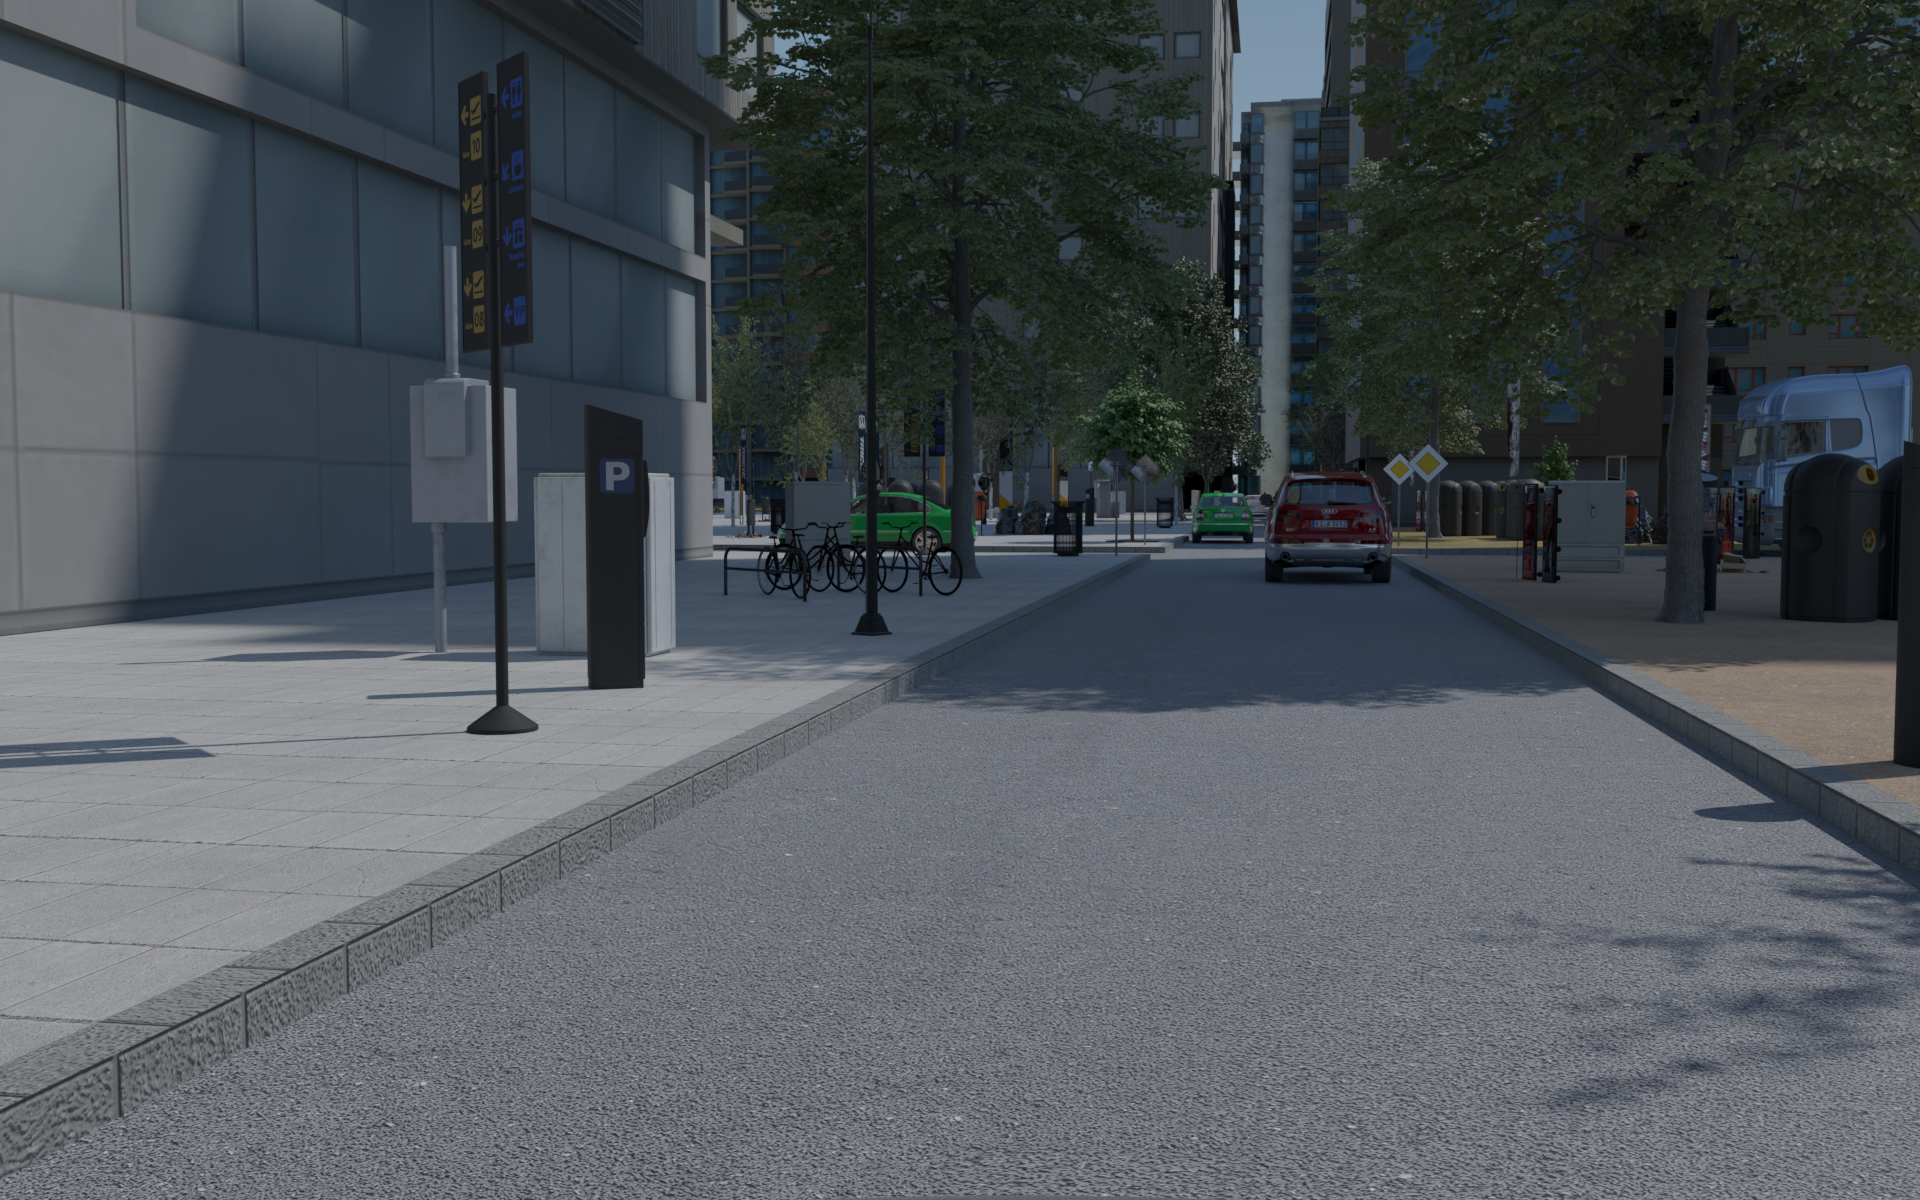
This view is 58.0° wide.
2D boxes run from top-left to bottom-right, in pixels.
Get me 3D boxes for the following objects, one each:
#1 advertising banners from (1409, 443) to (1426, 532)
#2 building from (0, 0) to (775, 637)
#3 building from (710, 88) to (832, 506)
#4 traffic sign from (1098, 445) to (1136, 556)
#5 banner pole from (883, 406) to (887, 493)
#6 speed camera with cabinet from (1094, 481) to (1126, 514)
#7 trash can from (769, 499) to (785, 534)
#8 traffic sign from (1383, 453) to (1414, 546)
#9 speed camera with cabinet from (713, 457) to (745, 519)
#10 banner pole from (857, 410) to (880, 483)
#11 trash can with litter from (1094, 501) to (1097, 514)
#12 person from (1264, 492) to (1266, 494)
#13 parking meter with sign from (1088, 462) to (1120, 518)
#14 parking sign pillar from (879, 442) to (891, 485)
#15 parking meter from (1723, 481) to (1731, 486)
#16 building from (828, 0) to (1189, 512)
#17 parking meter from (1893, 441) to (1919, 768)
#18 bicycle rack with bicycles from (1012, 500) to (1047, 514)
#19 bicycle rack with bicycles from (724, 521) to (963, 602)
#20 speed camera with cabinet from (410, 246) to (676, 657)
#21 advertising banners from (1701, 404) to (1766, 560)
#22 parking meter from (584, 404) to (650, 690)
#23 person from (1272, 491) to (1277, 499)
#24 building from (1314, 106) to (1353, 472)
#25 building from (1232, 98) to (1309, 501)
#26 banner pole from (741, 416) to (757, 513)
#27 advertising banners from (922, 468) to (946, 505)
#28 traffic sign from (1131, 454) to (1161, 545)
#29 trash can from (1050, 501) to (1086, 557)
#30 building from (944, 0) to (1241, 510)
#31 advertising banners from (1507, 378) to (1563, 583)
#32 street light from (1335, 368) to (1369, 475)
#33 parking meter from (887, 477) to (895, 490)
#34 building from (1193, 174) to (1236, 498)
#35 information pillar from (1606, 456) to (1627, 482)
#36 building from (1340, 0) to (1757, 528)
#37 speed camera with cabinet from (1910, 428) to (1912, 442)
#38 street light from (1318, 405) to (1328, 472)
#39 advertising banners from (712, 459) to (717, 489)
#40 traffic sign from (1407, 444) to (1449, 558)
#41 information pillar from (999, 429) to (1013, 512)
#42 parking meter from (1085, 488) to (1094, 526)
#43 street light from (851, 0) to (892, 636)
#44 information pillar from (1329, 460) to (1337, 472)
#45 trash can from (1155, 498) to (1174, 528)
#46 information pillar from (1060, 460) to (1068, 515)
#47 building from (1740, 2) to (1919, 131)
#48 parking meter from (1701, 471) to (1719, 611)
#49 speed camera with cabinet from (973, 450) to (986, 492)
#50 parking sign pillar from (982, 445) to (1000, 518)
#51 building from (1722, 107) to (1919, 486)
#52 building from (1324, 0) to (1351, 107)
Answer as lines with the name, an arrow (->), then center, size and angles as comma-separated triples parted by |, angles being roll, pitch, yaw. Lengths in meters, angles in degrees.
advertising banners -> 15.689, -3.848, 59.108 | 0.090, 3.025, 2.074 | 0, 4, -6
building -> -19.067, -26.656, 25.060 | 27.495, 52.752, 28.713 | 1, 4, 10
building -> -12.307, -32.669, 188.754 | 28.867, 44.769, 22.147 | 1, 4, 10
traffic sign -> 3.226, -1.958, 35.657 | 0.795, 2.450, 0.064 | 1, 4, 10
banner pole -> -2.347, -3.609, 49.020 | 0.863, 3.779, 0.401 | 0, 4, 2
speed camera with cabinet -> 9.827, -7.291, 113.549 | 2.038, 3.252, 0.660 | -1, 4, -13
trash can -> -5.783, -2.687, 55.582 | 0.748, 1.137, 0.748 | 0, 3, 0
traffic sign -> 10.745, -2.370, 42.391 | 0.795, 2.450, 0.064 | 1, 4, 10
speed camera with cabinet -> -12.281, -5.922, 91.161 | 2.038, 3.252, 0.660 | 2, 4, 30
banner pole -> -2.532, -3.423, 45.989 | 0.401, 3.779, 0.863 | 1, 4, 22
trash can with litter -> 8.260, -5.702, 104.609 | 1.055, 1.170, 0.624 | 1, 4, 11
person -> 29.875, -9.748, 169.348 | 0.415, 1.643, 0.593 | -3, 5, -44
parking meter with sign -> 7.616, -5.824, 91.482 | 1.738, 3.016, 0.543 | -2, 4, -29
parking sign pillar -> -4.262, -6.249, 90.642 | 1.447, 3.967, 1.447 | 1, 4, 23
parking meter -> 33.296, -4.244, 75.108 | 0.399, 1.863, 0.255 | -2, 4, -33
building -> 6.324, -33.269, 133.188 | 28.713, 52.752, 27.495 | 1, 4, 10
parking meter -> 4.630, 0.016, 8.157 | 0.372, 1.533, 0.369 | 0, 3, 0
bicycle rack with bicycles -> 3.871, -6.007, 111.599 | 2.852, 0.926, 2.925 | -2, 4, -29
bicycle rack with bicycles -> -1.731, -0.529, 22.037 | 2.852, 0.926, 2.925 | -3, 4, -39
speed camera with cabinet -> -3.359, -1.200, 13.964 | 2.038, 3.252, 0.660 | 1, 4, 12
advertising banners -> 15.025, -2.307, 33.900 | 2.074, 3.025, 0.090 | -2, 4, -26
parking meter -> -2.267, -0.352, 11.467 | 0.399, 1.863, 0.255 | -1, 4, -18
person -> 32.038, -10.178, 175.645 | 0.721, 1.736, 1.217 | -1, 4, -22
building -> 34.132, -22.002, 131.432 | 14.160, 30.474, 14.107 | 1, 4, 10
building -> 47.796, -36.008, 208.336 | 30.456, 49.044, 23.786 | 1, 4, 10
banner pole -> -6.844, -3.993, 55.303 | 0.401, 3.779, 0.863 | 1, 4, 15
advertising banners -> -1.567, -7.375, 116.768 | 2.074, 3.025, 0.090 | -1, 4, -8
traffic sign -> 4.653, -2.439, 43.514 | 0.795, 2.450, 0.064 | 1, 4, 10
trash can -> 2.228, -1.471, 35.708 | 0.748, 1.137, 0.748 | 0, 3, 0
building -> 14.808, -36.139, 180.118 | 27.495, 52.752, 28.713 | 1, 4, 10
advertising banners -> 8.507, -1.808, 25.755 | 0.090, 3.025, 2.074 | 0, 4, -3
street light -> 14.374, -5.556, 63.382 | 1.470, 5.913, 1.316 | 1, 4, 10
parking meter -> -2.458, -3.369, 60.801 | 0.255, 1.863, 0.399 | -2, 4, -29
building -> 17.154, -23.390, 154.121 | 14.160, 30.474, 14.107 | 1, 4, 10
information pillar -> 12.591, -1.761, 33.286 | 0.304, 2.012, 0.304 | 2, 4, 35
building -> 23.459, -25.757, 71.245 | 14.600, 45.320, 14.200 | 1, 4, 10
speed camera with cabinet -> 29.033, -3.508, 51.699 | 0.660, 3.252, 2.038 | -1, 4, -17
street light -> 19.190, -7.160, 89.611 | 1.470, 5.913, 1.316 | 1, 4, 10
advertising banners -> -13.081, -5.501, 86.124 | 2.074, 3.025, 0.090 | 1, 4, 8
traffic sign -> 9.317, -1.889, 34.534 | 0.795, 2.450, 0.064 | 1, 4, 10
information pillar -> 1.683, -4.375, 62.887 | 0.504, 3.616, 0.183 | 0, 4, 1
parking meter -> 5.150, -3.694, 68.814 | 0.372, 1.533, 0.369 | 0, 3, 0
street light -> -0.274, -2.630, 15.535 | 1.470, 5.913, 1.316 | 1, 4, 10
information pillar -> 24.628, -7.525, 114.383 | 0.504, 3.616, 0.183 | 1, 4, 21
trash can -> 7.678, -3.259, 64.940 | 0.748, 1.137, 0.748 | 0, 3, 0
information pillar -> 6.465, -7.111, 107.617 | 0.504, 3.616, 0.183 | 1, 4, 12
building -> 82.613, -33.685, 170.356 | 30.456, 49.044, 23.786 | 1, 4, 10
parking meter -> 8.171, -0.656, 19.139 | 0.372, 1.533, 0.369 | 0, 3, 0
speed camera with cabinet -> 0.422, -5.106, 77.818 | 0.660, 3.252, 2.038 | -2, 4, -31
parking sign pillar -> 1.636, -6.317, 91.761 | 1.447, 3.967, 1.447 | -2, 4, -33
building -> 38.271, -15.549, 99.267 | 27.650, 21.520, 28.899 | 1, 4, 10
building -> 42.027, -32.040, 147.563 | 21.300, 48.544, 21.600 | 1, 4, 10
